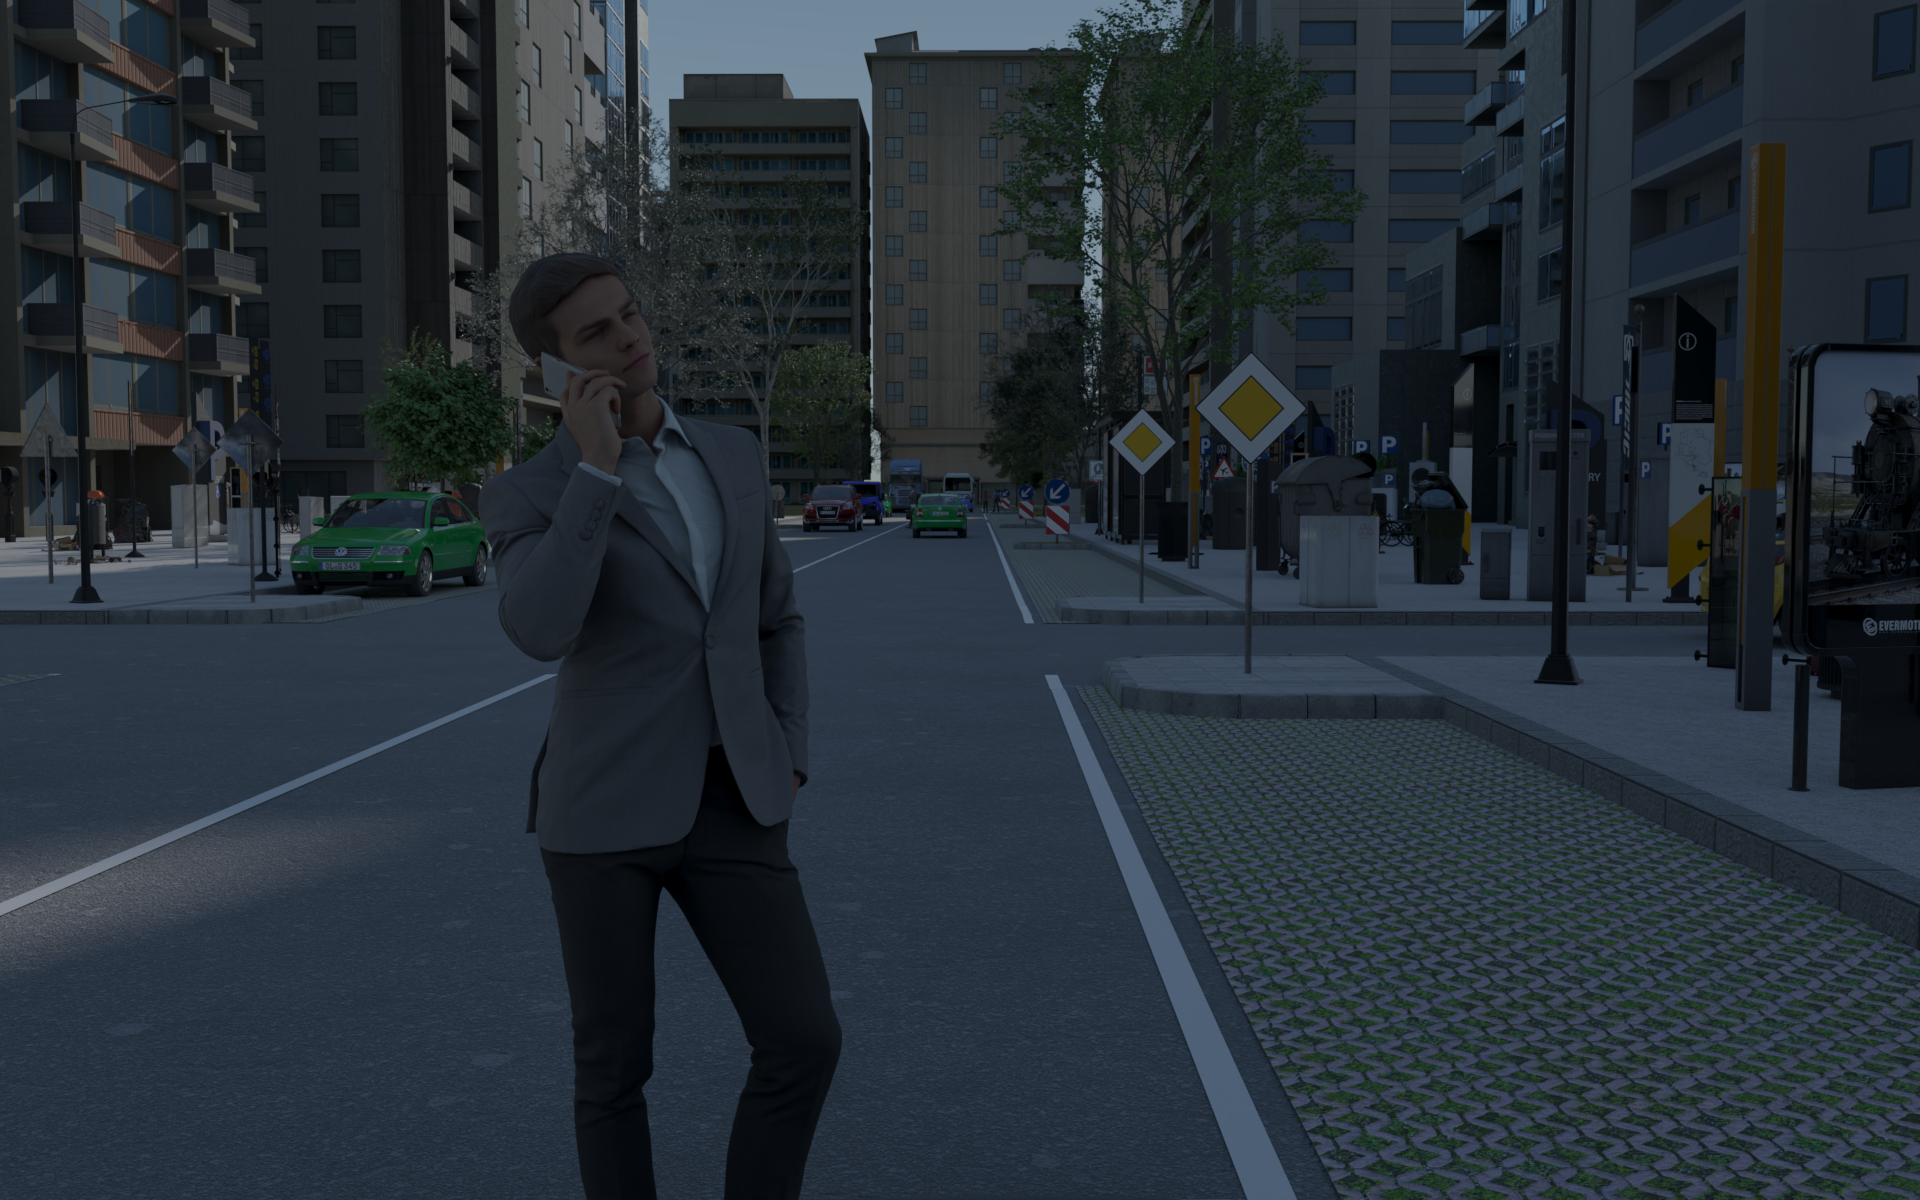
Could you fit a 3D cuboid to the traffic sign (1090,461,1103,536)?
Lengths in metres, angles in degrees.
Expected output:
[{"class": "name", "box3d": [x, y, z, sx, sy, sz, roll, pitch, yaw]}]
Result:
[{"class": "traffic sign", "box3d": [4.279, -3.124, 53.203, 0.606, 2.300, 0.079, 0, 4, 2]}]

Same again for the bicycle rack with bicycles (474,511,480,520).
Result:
[{"class": "bicycle rack with bicycles", "box3d": [-13.633, -2.419, 52.940, 2.925, 0.926, 2.852, 0, 4, -7]}]

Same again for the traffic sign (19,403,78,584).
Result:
[{"class": "traffic sign", "box3d": [-13.004, -1.511, 24.706, 0.884, 2.594, 0.081, 0, 4, 6]}]

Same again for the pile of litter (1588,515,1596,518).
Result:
[{"class": "pile of litter", "box3d": [13.059, -1.391, 36.701, 1.176, 0.858, 1.719, 1, 4, 19]}]

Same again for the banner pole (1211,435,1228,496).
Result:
[{"class": "banner pole", "box3d": [10.901, -5.090, 73.234, 0.863, 3.779, 0.401, 1, 4, 15]}]

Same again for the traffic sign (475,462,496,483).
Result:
[{"class": "traffic sign", "box3d": [-12.841, -2.867, 46.882, 0.884, 2.594, 0.081, 0, 4, 8]}]

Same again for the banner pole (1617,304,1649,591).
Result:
[{"class": "banner pole", "box3d": [8.826, -2.005, 22.800, 0.401, 3.779, 0.863, 3, 4, 39]}]

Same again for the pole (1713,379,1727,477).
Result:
[{"class": "pole", "box3d": [13.460, -2.255, 30.718, 0.158, 3.312, 0.155, 0, 3, 0]}]

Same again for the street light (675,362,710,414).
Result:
[{"class": "street light", "box3d": [-9.425, -5.407, 60.943, 1.470, 5.913, 1.316, 0, 4, 1]}]

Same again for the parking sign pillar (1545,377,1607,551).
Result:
[{"class": "parking sign pillar", "box3d": [14.139, -3.139, 39.787, 1.447, 3.967, 1.447, 0, 4, 5]}]

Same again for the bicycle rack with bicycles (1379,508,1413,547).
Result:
[{"class": "bicycle rack with bicycles", "box3d": [10.901, -1.815, 43.052, 2.925, 0.926, 2.852, 1, 4, 14]}]

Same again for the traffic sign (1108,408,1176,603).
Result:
[{"class": "traffic sign", "box3d": [2.131, -1.020, 20.312, 0.795, 2.450, 0.064, 0, 4, 1]}]

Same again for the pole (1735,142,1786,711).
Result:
[{"class": "pole", "box3d": [4.716, -1.001, 10.205, 0.158, 3.312, 0.155, 0, 3, 0]}]

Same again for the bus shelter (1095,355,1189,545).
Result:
[{"class": "bus shelter", "box3d": [4.918, -4.291, 47.797, 2.179, 5.291, 8.768, 0, 4, 1]}]

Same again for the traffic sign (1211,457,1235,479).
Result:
[{"class": "traffic sign", "box3d": [9.165, -3.680, 60.173, 0.884, 2.594, 0.081, 0, 4, 3]}]

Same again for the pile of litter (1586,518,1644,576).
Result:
[{"class": "pile of litter", "box3d": [10.104, -0.828, 27.502, 1.719, 0.858, 1.176, -1, 4, -8]}]

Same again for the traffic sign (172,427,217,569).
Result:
[{"class": "traffic sign", "box3d": [-13.158, -1.749, 29.782, 0.795, 2.450, 0.064, 0, 4, 5]}]

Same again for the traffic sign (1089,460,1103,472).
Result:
[{"class": "traffic sign", "box3d": [5.222, -3.961, 64.863, 0.768, 2.556, 0.104, 0, 4, 3]}]

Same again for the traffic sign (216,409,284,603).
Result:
[{"class": "traffic sign", "box3d": [-8.362, -1.027, 20.429, 0.795, 2.450, 0.064, 0, 4, 1]}]

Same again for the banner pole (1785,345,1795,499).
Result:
[{"class": "banner pole", "box3d": [13.913, -2.382, 28.968, 0.401, 3.779, 0.863, 1, 4, 11]}]

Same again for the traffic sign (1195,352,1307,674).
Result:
[{"class": "traffic sign", "box3d": [2.058, -0.531, 12.327, 0.795, 2.450, 0.064, 0, 4, 1]}]

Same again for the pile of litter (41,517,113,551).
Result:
[{"class": "pile of litter", "box3d": [-20.171, -1.567, 39.587, 1.176, 0.858, 1.719, 3, 5, 40]}]

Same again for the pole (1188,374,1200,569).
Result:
[{"class": "pole", "box3d": [4.010, -2.190, 29.658, 0.158, 3.312, 0.155, 0, 3, 0]}]

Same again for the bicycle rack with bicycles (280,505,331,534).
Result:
[{"class": "bicycle rack with bicycles", "box3d": [-21.507, -2.652, 56.736, 2.925, 0.926, 2.852, -3, 5, -39]}]

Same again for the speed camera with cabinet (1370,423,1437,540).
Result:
[{"class": "speed camera with cabinet", "box3d": [12.140, -3.285, 48.049, 2.038, 3.252, 0.660, 1, 4, 23]}]

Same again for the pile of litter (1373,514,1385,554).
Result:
[{"class": "pile of litter", "box3d": [8.679, -1.448, 37.632, 1.176, 0.858, 1.719, 1, 4, 22]}]

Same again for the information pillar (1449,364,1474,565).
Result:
[{"class": "information pillar", "box3d": [9.010, -2.432, 31.115, 0.504, 3.616, 0.183, -2, 4, -29]}]

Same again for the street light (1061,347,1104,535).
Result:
[{"class": "street light", "box3d": [3.888, -5.032, 54.820, 1.470, 5.913, 1.316, 0, 4, 1]}]

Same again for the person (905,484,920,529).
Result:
[{"class": "person", "box3d": [-1.907, -3.863, 71.622, 0.822, 1.834, 0.622, -1, 4, -20]}]

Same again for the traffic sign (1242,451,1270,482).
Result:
[{"class": "traffic sign", "box3d": [8.094, -2.896, 47.453, 0.768, 2.556, 0.104, 0, 4, 4]}]

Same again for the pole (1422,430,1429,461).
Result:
[{"class": "pole", "box3d": [14.924, -3.778, 55.617, 0.158, 3.312, 0.155, 0, 3, 0]}]

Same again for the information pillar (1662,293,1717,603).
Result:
[{"class": "information pillar", "box3d": [8.573, -1.771, 20.315, 0.504, 3.616, 0.183, 0, 4, 3]}]

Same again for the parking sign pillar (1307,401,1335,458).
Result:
[{"class": "parking sign pillar", "box3d": [10.536, -3.795, 50.520, 1.447, 3.967, 1.447, 2, 4, 31]}]

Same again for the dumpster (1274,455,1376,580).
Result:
[{"class": "dumpster", "box3d": [5.604, -1.274, 26.591, 1.264, 1.857, 1.865, 0, 4, 1]}]

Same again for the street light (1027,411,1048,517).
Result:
[{"class": "street light", "box3d": [4.234, -7.515, 95.406, 1.470, 5.913, 1.316, 0, 4, 1]}]

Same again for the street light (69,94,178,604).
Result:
[{"class": "street light", "box3d": [-9.773, -2.919, 20.260, 1.470, 5.913, 1.316, 0, 4, 1]}]

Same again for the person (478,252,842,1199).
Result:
[{"class": "person", "box3d": [-0.455, 0.360, 2.788, 0.592, 1.802, 0.473, -1, 4, -20]}]

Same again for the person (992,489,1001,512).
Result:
[{"class": "person", "box3d": [2.864, -7.879, 137.192, 0.709, 1.838, 0.599, 0, 4, 3]}]

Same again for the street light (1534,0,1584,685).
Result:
[{"class": "street light", "box3d": [3.533, -2.390, 11.617, 1.470, 5.913, 1.316, 0, 4, 1]}]

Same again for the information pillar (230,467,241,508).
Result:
[{"class": "information pillar", "box3d": [-19.740, -2.622, 47.355, 0.304, 2.012, 0.304, 0, 4, -6]}]

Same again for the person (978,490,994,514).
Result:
[{"class": "person", "box3d": [1.891, -7.202, 126.965, 1.217, 1.743, 0.721, 1, 4, 13]}]

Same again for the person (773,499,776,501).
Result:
[{"class": "person", "box3d": [-18.780, -10.189, 175.811, 0.721, 1.743, 1.217, -2, 4, -32]}]

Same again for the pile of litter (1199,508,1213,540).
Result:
[{"class": "pile of litter", "box3d": [7.266, -2.127, 48.740, 1.719, 0.858, 1.176, -2, 4, -32]}]

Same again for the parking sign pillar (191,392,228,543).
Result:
[{"class": "parking sign pillar", "box3d": [-20.059, -3.536, 46.294, 1.447, 3.967, 1.447, 0, 4, -4]}]

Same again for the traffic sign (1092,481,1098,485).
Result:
[{"class": "traffic sign", "box3d": [7.247, -5.560, 91.019, 0.768, 2.556, 0.104, 0, 4, 5]}]

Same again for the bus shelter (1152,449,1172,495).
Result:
[{"class": "bus shelter", "box3d": [7.434, -4.652, 67.347, 1.731, 3.624, 6.357, 0, 4, 0]}]

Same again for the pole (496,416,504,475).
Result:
[{"class": "pole", "box3d": [-11.580, -3.045, 43.633, 0.158, 3.312, 0.155, 0, 3, 0]}]

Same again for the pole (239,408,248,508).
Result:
[{"class": "pole", "box3d": [-17.018, -2.898, 41.224, 0.158, 3.312, 0.155, 0, 3, 0]}]
